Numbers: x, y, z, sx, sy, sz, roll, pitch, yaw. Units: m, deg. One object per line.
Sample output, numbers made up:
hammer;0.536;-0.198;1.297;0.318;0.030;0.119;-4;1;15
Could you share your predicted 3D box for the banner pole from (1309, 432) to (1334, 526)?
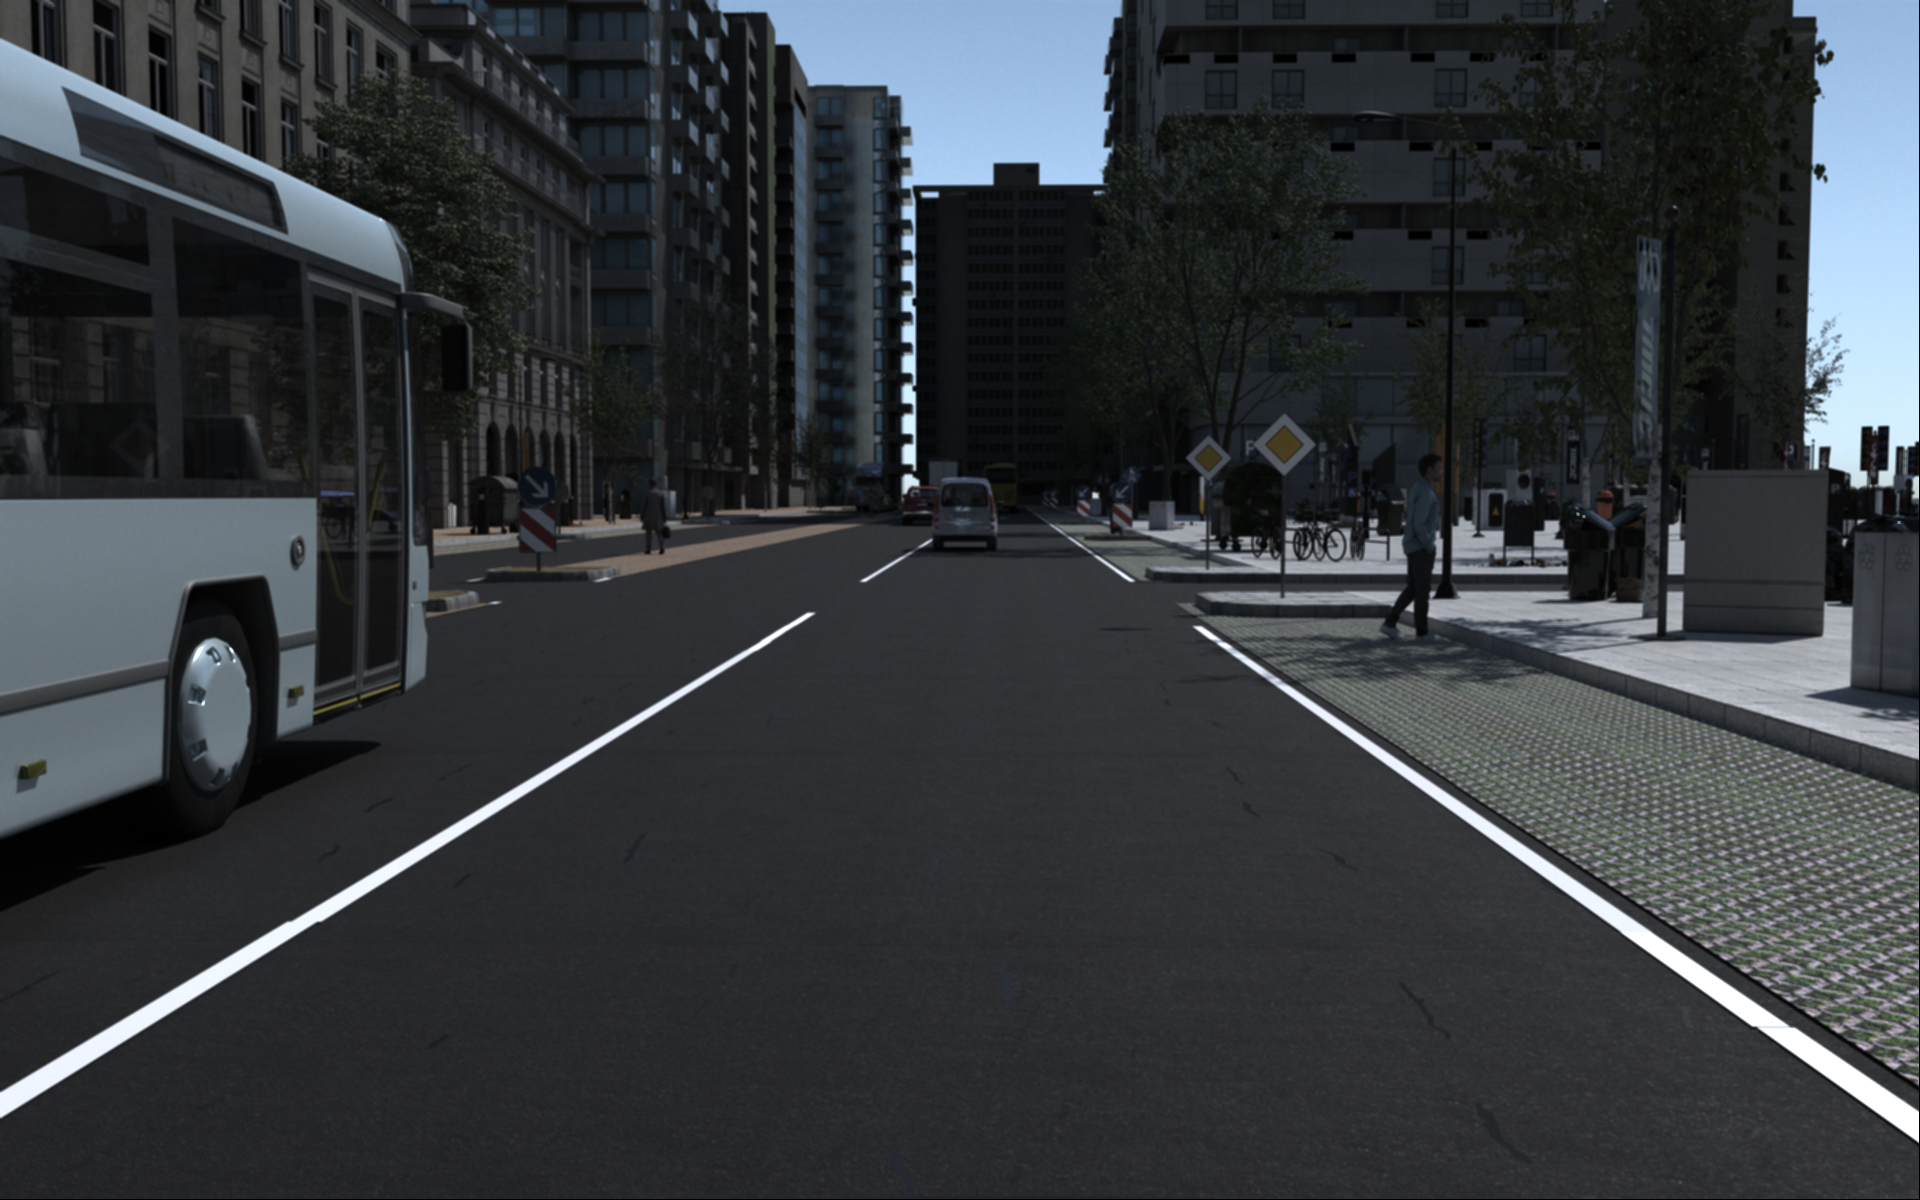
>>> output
banner pole;14.508;-4.888;69.944;0.863;3.779;0.401;-2;4;-31

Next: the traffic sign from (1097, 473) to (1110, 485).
traffic sign;8.581;-6.327;103.547;0.768;2.556;0.104;1;4;9

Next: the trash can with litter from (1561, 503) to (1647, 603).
trash can with litter;7.831;-0.580;20.862;1.055;1.170;0.624;3;5;39

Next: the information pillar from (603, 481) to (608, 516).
information pillar;-20.197;-5.784;99.054;0.304;2.012;0.304;-3;5;-43

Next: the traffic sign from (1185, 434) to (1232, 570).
traffic sign;4.189;-1.567;29.265;0.795;2.450;0.064;0;4;2

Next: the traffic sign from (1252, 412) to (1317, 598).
traffic sign;3.972;-1.079;21.283;0.795;2.450;0.064;0;4;2

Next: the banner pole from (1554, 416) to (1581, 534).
banner pole;19.580;-4.019;55.733;0.863;3.779;0.401;-1;4;-10

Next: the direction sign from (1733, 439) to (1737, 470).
direction sign;32.277;-4.905;72.197;0.379;3.537;0.876;1;4;19

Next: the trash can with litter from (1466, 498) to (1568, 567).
trash can with litter;10.257;-1.198;30.650;2.233;1.210;1.678;2;4;34

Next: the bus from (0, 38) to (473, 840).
bus;-4.357;-0.585;4.417;2.948;3.499;13.247;0;3;0

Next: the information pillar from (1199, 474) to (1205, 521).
information pillar;11.405;-5.522;81.643;0.183;3.616;0.504;2;4;26

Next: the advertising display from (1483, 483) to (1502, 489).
advertising display;29.754;-5.603;96.827;0.974;1.923;0.123;2;4;23

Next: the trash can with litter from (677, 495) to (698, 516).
trash can with litter;-16.353;-5.651;103.458;1.678;1.210;2.233;-1;4;-9

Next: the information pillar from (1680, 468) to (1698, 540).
information pillar;20.370;-2.686;48.402;0.304;2.012;0.304;-2;4;-30

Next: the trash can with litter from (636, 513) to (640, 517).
trash can with litter;-17.166;-5.150;95.253;1.678;1.210;2.233;-3;5;-42

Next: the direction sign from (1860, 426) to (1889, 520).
direction sign;30.521;-4.028;57.852;0.379;3.537;0.876;-3;4;-39

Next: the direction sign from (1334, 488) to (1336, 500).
direction sign;20.081;-6.160;92.720;0.379;3.537;0.876;0;4;4

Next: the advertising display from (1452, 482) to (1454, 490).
advertising display;25.699;-5.222;90.588;0.123;1.923;0.974;1;4;21

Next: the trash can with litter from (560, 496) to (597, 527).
trash can with litter;-15.415;-3.537;68.891;1.678;1.210;2.233;-1;4;-20

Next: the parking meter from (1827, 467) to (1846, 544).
parking meter;19.035;-1.953;37.650;0.399;1.863;0.255;2;4;28

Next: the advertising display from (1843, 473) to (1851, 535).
advertising display;26.612;-2.915;52.869;0.974;1.923;0.123;2;4;26

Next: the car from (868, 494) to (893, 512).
car;-6.470;-8.066;142.107;2.015;1.641;3.980;0;4;3

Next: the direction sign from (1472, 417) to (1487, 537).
direction sign;15.444;-3.638;51.483;0.379;3.537;0.876;3;5;41

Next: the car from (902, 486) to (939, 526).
car;-1.583;-4.377;80.241;2.281;1.827;5.304;0;4;2

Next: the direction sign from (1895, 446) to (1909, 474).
direction sign;44.916;-5.526;82.339;0.876;3.537;0.379;0;4;3

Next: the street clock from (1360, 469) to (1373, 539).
street clock;11.555;-2.734;49.266;0.358;2.002;0.471;1;4;18

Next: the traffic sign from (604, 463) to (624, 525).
traffic sign;-14.413;-4.413;72.156;0.884;2.594;0.081;0;4;3

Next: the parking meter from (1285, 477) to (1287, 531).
parking meter;11.007;-3.287;59.453;0.399;1.863;0.255;1;4;12

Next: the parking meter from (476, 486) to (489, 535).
parking meter;-15.038;-2.824;54.577;0.372;1.533;0.369;0;3;0

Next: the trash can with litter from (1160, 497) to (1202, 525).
trash can with litter;8.875;-3.674;71.135;2.233;1.210;1.678;0;4;-3

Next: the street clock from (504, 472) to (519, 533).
street clock;-14.896;-3.244;57.608;0.471;2.002;0.358;-2;4;-32

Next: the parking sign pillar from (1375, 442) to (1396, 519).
parking sign pillar;21.962;-6.207;89.960;1.447;3.967;1.447;-2;4;-28

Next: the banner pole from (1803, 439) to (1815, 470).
banner pole;38.737;-5.446;79.060;0.863;3.779;0.401;-2;4;-25

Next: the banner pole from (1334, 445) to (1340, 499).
banner pole;19.197;-6.023;88.499;0.401;3.779;0.863;-2;4;-28

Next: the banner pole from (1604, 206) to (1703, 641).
banner pole;6.016;-1.528;15.006;0.863;3.779;0.401;-3;5;-42

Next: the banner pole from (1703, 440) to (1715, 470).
banner pole;34.455;-5.491;79.799;0.401;3.779;0.863;-2;4;-30

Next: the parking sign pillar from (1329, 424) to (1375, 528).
parking sign pillar;14.760;-4.725;65.729;1.447;3.967;1.447;0;4;1

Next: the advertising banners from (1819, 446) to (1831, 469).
advertising banners;31.603;-4.184;64.590;0.090;3.025;2.074;-1;4;-18

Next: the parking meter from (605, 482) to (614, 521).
parking meter;-16.465;-4.628;81.380;0.255;1.863;0.399;3;4;38

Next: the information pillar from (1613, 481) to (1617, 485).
information pillar;36.109;-5.582;95.749;0.304;2.012;0.304;3;4;38

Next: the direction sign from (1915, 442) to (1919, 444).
direction sign;41.518;-5.056;74.655;0.379;3.537;0.876;-1;4;-22

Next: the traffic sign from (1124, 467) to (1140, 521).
traffic sign;8.066;-4.959;81.181;0.768;2.556;0.104;0;4;7

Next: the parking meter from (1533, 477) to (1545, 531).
parking meter;20.140;-3.335;60.234;0.399;1.863;0.255;-2;4;-35

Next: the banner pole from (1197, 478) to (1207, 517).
banner pole;13.686;-6.564;97.335;0.863;3.779;0.401;-2;4;-35

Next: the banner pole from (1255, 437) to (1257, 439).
banner pole;12.888;-5.254;75.917;0.401;3.779;0.863;-1;4;-8

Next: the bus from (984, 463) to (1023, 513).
bus;3.349;-8.750;134.611;2.896;3.916;12.252;0;4;3

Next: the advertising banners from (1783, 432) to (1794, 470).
advertising banners;23.325;-3.195;48.433;0.090;3.025;2.074;1;4;9
